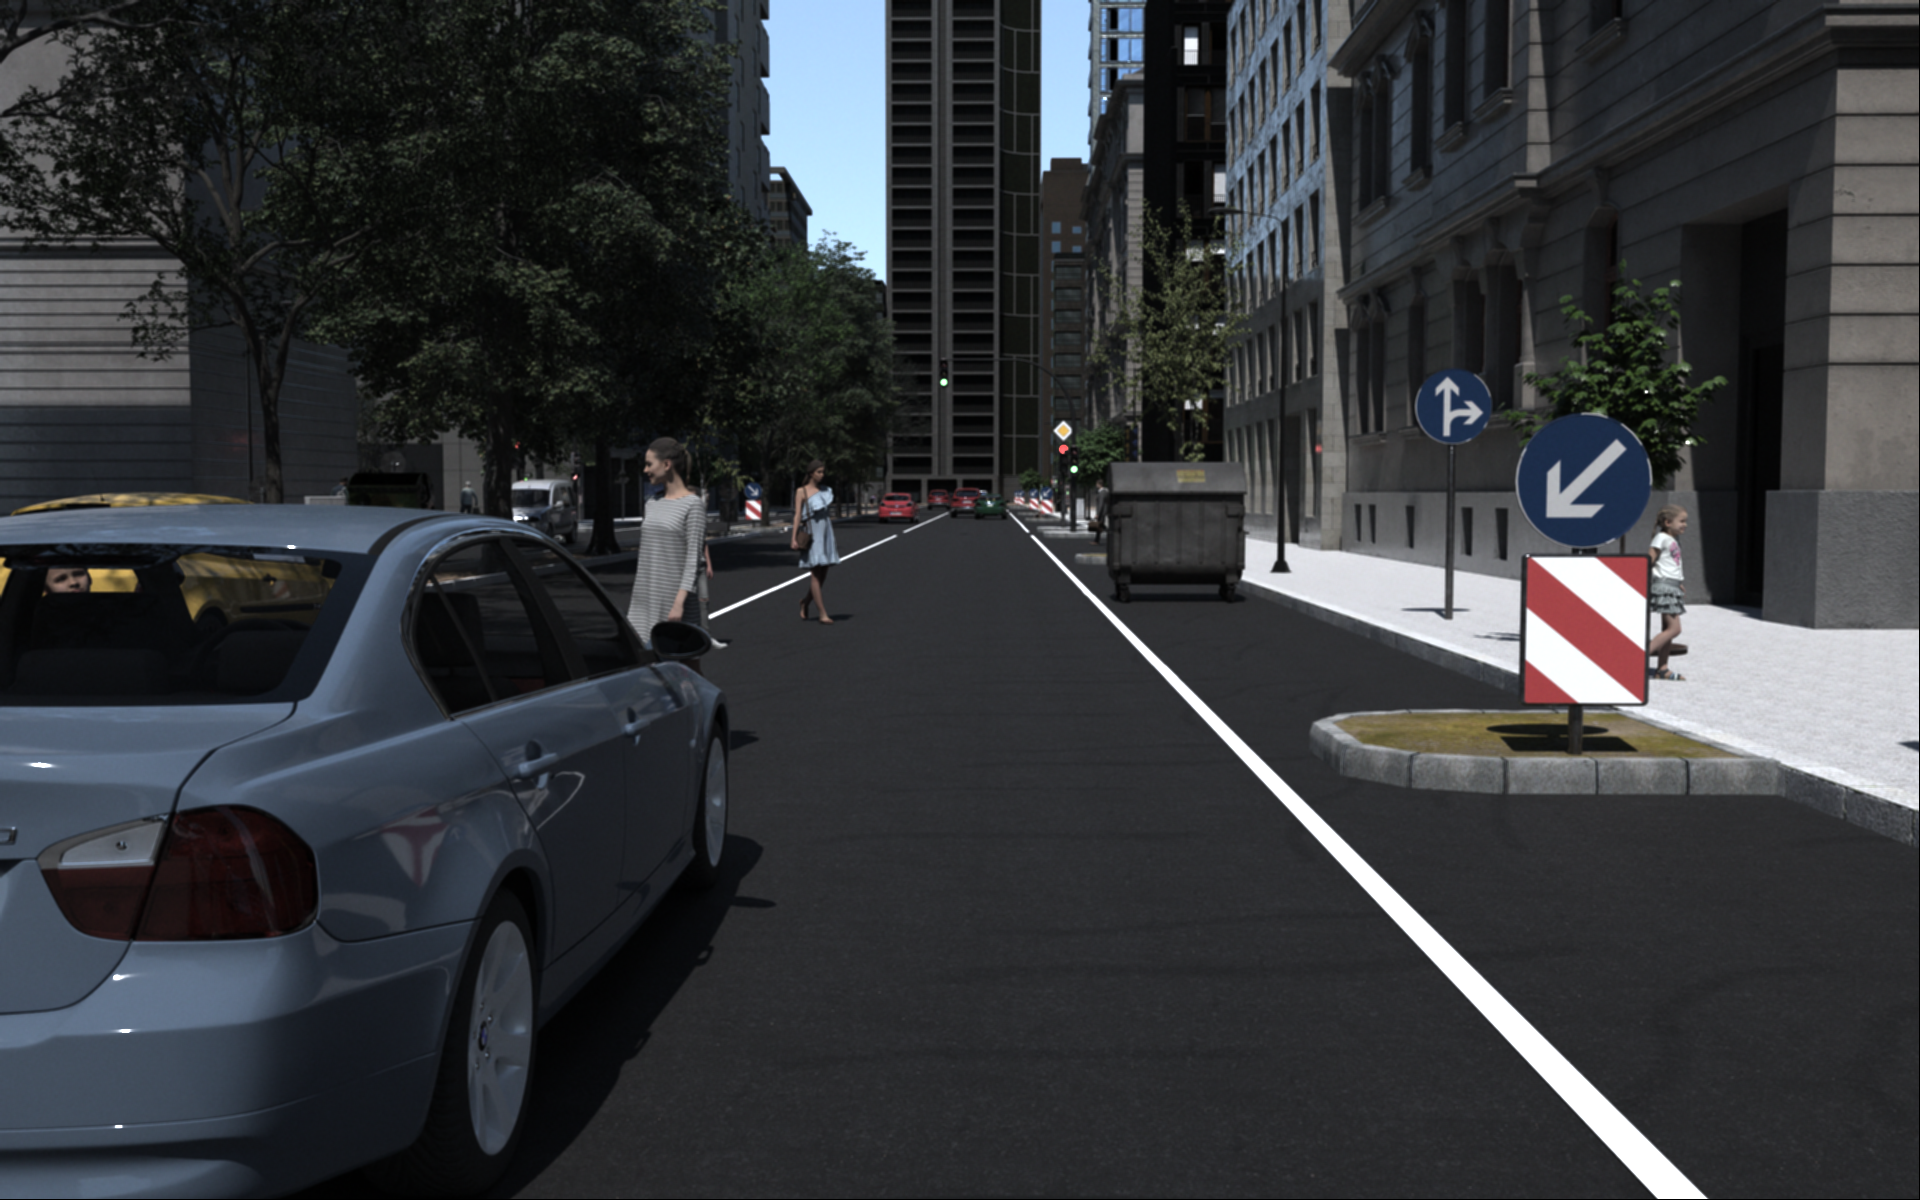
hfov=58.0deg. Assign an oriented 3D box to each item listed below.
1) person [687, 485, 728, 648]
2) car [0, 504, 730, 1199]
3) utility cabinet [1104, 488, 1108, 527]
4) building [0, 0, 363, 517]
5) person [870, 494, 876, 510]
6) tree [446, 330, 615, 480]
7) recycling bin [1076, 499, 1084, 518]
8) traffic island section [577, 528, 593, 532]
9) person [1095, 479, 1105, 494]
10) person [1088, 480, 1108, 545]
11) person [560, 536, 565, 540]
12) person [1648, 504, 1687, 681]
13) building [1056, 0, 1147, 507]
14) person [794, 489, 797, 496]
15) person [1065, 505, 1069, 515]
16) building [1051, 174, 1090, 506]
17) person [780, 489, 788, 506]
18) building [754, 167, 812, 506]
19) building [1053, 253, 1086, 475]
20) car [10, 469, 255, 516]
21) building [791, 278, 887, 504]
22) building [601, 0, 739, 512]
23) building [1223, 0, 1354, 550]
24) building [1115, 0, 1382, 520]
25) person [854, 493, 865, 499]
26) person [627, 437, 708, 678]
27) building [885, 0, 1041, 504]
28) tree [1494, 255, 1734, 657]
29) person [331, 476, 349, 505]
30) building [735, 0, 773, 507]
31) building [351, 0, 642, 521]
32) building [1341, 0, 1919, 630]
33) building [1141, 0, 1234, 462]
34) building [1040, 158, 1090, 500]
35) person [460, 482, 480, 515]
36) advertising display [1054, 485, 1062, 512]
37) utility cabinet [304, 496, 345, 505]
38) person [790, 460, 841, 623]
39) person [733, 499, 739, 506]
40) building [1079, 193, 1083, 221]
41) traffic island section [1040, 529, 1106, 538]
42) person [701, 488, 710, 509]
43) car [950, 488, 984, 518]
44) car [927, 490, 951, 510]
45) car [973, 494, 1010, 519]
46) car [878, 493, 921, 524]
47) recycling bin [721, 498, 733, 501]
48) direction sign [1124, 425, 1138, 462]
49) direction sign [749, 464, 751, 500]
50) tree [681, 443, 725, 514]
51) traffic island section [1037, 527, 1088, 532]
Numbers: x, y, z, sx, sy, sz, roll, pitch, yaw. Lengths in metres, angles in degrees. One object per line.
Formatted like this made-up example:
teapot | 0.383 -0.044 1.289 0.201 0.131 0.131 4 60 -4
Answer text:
person | -2.459 -0.299 15.989 0.523 1.515 0.503 1 4 18
car | -1.778 0.438 4.846 2.014 1.417 4.499 0 4 1
utility cabinet | 5.932 -3.477 65.535 1.173 1.500 0.318 -3 5 -41
building | -31.267 -12.750 50.259 24.055 21.916 13.314 0 4 1
person | -7.647 -8.609 152.485 0.697 1.427 0.421 -3 5 -41
tree | -18.232 -9.481 73.147 7.486 12.596 7.792 0 3 0
recycling bin | 6.435 -5.016 94.570 0.722 1.027 0.722 -1 4 -14
traffic island section | -14.776 -2.707 66.533 2.009 0.180 2.903 0 4 1
person | 5.673 -3.974 70.373 0.474 1.900 0.648 0 4 -4
person | 3.992 -2.441 48.381 0.822 1.834 0.622 0 4 6
person | -12.125 -2.680 53.327 0.512 1.701 0.522 1 4 12
person | 4.852 -0.057 11.995 0.382 1.210 0.505 3 4 39
building | 20.702 -51.782 159.307 22.319 86.520 31.000 0 4 1
person | -15.692 -9.847 167.122 1.350 1.814 0.705 3 5 40
person | 6.658 -6.255 108.730 0.534 1.772 0.576 2 4 27
building | 26.266 -30.348 188.070 32.217 40.220 23.993 0 4 1
person | -18.179 -10.572 178.913 0.705 1.821 1.348 2 4 32
building | -29.682 -31.018 199.022 23.993 40.220 32.217 0 4 1
building | 18.106 -26.686 208.009 14.160 30.474 14.107 0 4 1
car | -6.196 -0.220 13.820 2.015 1.641 3.980 0 4 1
building | -16.719 -28.269 233.906 14.107 30.474 14.160 0 4 1
building | -28.908 -35.763 126.729 21.231 58.520 28.212 0 4 1
building | 13.533 -11.757 46.975 10.420 20.320 16.860 0 4 1
building | 15.444 -19.438 105.198 14.401 28.519 23.554 0 4 1
person | -11.865 -11.905 203.114 1.348 1.831 0.705 0 4 -4
person | -1.554 -0.001 9.259 0.466 1.731 0.760 0 4 4
building | 0.696 -48.769 235.629 20.611 71.187 20.563 0 4 1
tree | 5.449 -1.199 14.210 1.663 3.219 1.824 0 3 0
person | -16.964 -2.513 47.476 0.623 1.781 0.721 0 4 -3
building | -31.715 -34.621 155.284 28.713 52.752 27.495 0 4 1
building | -28.219 -39.944 91.343 20.563 71.187 20.611 0 4 1
building | 14.513 -14.627 26.534 14.401 28.519 23.554 0 4 1
building | 16.204 -14.909 73.446 15.834 23.373 12.332 0 4 1
building | 18.053 -35.685 233.567 14.200 45.320 14.600 0 4 1
person | -19.202 -3.753 67.884 0.782 1.767 0.515 -2 4 -35
advertising display | 7.102 -7.256 123.847 0.123 1.923 0.974 1 4 22
utility cabinet | -16.876 -2.135 46.075 0.306 1.237 1.020 3 5 41
person | -1.652 -0.655 19.297 0.616 1.811 0.778 -2 4 -34
person | -17.026 -7.169 128.758 1.012 1.151 0.738 0 4 3
building | 16.264 -20.875 128.697 14.401 28.519 23.554 0 4 1
traffic island section | 3.818 -2.197 58.208 2.009 0.180 2.903 0 4 1
person | -14.649 -5.541 99.441 0.599 1.781 0.374 -1 4 -17
car | 0.477 -5.948 105.924 2.281 1.827 5.304 0 4 1
car | -1.902 -9.130 157.944 2.281 1.827 5.304 0 4 1
car | 1.777 -5.368 99.561 2.131 1.459 4.920 0 4 2
car | -3.005 -4.658 85.202 2.155 1.783 4.494 0 4 2
recycling bin | -15.575 -6.305 115.646 0.722 1.027 0.722 0 4 0
direction sign | 5.614 -3.968 56.877 0.379 3.537 0.876 -1 4 -23
direction sign | -15.700 -8.419 129.647 0.379 3.537 0.876 -1 4 -14
tree | -16.524 -7.788 111.053 4.285 4.588 4.351 0 3 0
traffic island section | 3.962 -2.686 66.192 2.009 0.180 2.903 0 4 1
